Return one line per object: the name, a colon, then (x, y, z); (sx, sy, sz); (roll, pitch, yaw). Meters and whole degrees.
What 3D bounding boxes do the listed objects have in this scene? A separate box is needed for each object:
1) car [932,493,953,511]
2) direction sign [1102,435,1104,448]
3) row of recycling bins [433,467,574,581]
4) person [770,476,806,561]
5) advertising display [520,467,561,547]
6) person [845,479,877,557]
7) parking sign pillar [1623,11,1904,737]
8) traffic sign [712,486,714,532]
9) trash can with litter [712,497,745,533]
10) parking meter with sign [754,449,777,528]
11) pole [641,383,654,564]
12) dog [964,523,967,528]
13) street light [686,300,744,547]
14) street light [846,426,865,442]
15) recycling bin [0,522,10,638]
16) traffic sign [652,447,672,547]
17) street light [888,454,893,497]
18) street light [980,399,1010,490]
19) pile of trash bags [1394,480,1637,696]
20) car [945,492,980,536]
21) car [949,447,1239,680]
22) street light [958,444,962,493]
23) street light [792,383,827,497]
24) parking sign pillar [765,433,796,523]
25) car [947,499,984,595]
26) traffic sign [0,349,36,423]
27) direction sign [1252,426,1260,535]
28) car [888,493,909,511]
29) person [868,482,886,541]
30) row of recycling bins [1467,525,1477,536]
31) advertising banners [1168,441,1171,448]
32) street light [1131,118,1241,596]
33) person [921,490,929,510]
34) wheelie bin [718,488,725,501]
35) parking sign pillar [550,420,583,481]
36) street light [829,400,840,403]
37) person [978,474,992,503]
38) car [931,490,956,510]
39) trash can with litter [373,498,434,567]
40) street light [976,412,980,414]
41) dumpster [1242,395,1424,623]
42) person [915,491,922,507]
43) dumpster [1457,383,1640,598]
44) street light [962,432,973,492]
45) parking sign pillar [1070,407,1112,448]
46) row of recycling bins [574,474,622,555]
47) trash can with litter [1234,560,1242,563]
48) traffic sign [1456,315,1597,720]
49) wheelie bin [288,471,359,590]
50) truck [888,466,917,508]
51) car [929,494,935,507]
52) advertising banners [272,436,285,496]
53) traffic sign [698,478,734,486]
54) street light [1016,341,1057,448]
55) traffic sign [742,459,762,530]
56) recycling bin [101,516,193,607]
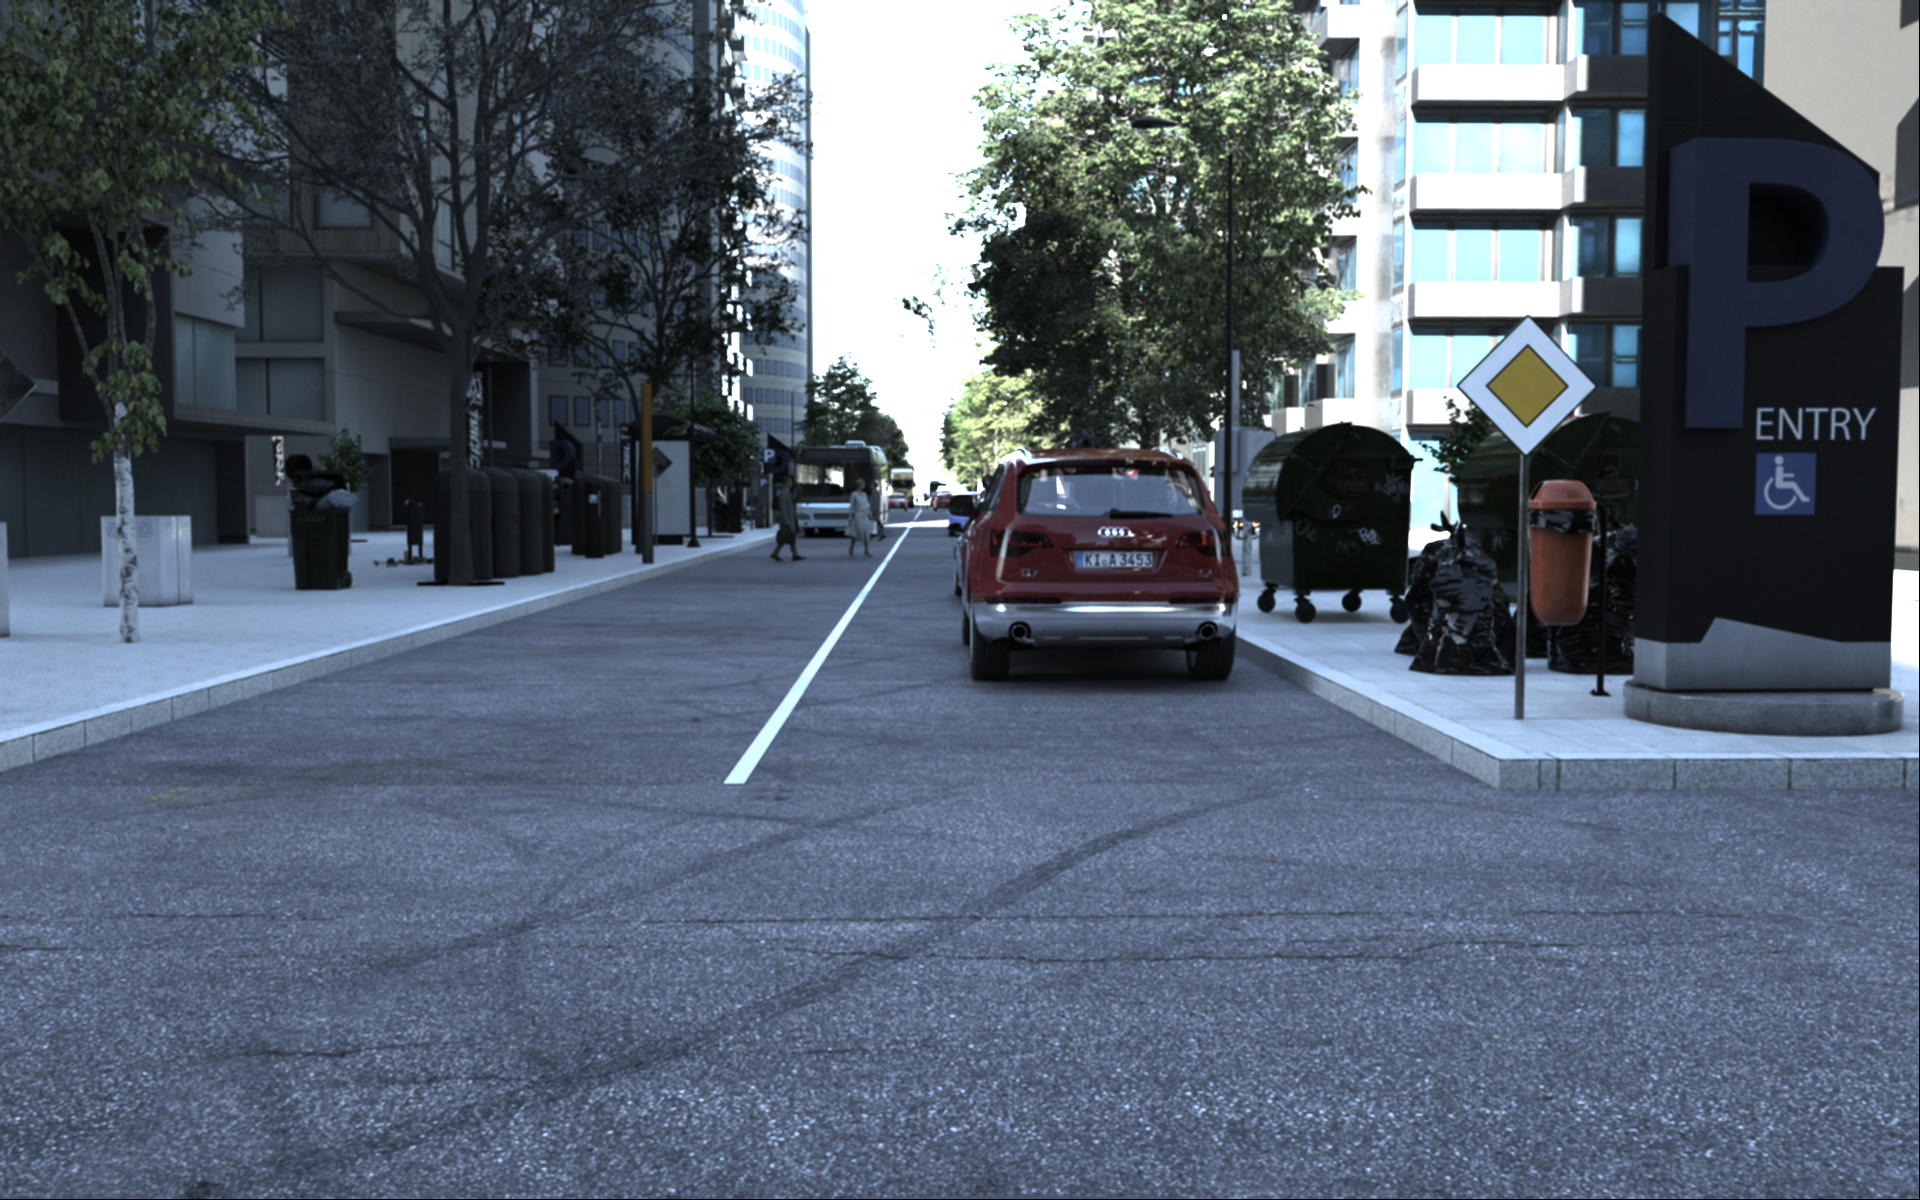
car: (-1.316, -8.362, 145.751); (2.155, 1.783, 4.494); (0, 4, -2)
direction sign: (4.084, -3.518, 49.523); (0.379, 3.537, 0.876); (0, 4, 4)
row of recycling bins: (-7.202, -1.222, 27.095); (1.069, 1.692, 3.534); (0, 4, 6)
person: (-3.685, -1.748, 37.184); (0.767, 1.812, 0.694); (0, 4, 0)
advertising display: (-10.219, -2.258, 42.127); (0.974, 1.923, 0.123); (-1, 4, -16)
person: (-2.281, -1.887, 39.703); (0.694, 1.780, 0.624); (-2, 4, -29)
parking sign pillar: (4.555, -1.302, 9.752); (1.447, 3.967, 1.447); (0, 4, -3)
traffic sign: (-8.348, -3.573, 58.523); (0.768, 2.556, 0.104); (0, 4, 1)
trash can with litter: (-7.753, -2.840, 57.821); (1.055, 1.170, 0.624); (-2, 4, -30)
parking meter with sign: (-7.387, -4.237, 65.533); (0.543, 3.016, 1.738); (0, 4, 6)
pole: (-5.774, -2.330, 31.939); (0.158, 3.312, 0.155); (0, 3, 0)
dog: (0.160, -1.321, 38.434); (0.513, 0.831, 0.800); (1, 4, 9)
street light: (-5.880, -4.223, 41.581); (1.470, 5.913, 1.316); (0, 4, -1)
street light: (-7.191, -8.906, 118.151); (1.470, 5.913, 1.316); (0, 4, -1)
recycling bin: (-8.954, -0.167, 15.292); (0.722, 1.027, 0.722); (1, 4, 11)
traffic sign: (-7.378, -2.499, 42.052); (0.795, 2.450, 0.064); (0, 4, 1)
street light: (-8.454, -13.991, 201.293); (1.470, 5.913, 1.316); (0, 4, -1)
street light: (1.836, -6.815, 83.960); (1.470, 5.913, 1.316); (0, 4, -1)
pile of trash bags: (4.164, -0.166, 12.468); (1.912, 1.369, 3.447); (1, 4, 12)
car: (0.450, -3.076, 59.885); (1.945, 1.707, 3.694); (0, 3, 0)
car: (1.053, -0.379, 14.878); (2.281, 1.827, 5.304); (0, 4, -1)
street light: (0.589, -11.535, 161.144); (1.470, 5.913, 1.316); (0, 4, -1)
street light: (-6.482, -6.131, 72.779); (1.470, 5.913, 1.316); (0, 4, -1)
parking sign pillar: (-7.885, -5.366, 76.212); (1.447, 3.967, 1.447); (1, 4, 17)
car: (0.855, -0.676, 23.059); (2.014, 1.417, 4.499); (0, 4, -3)
traffic sign: (-5.558, -0.370, 9.691); (0.795, 2.450, 0.064); (0, 4, -1)
direction sign: (9.094, -3.791, 53.972); (0.379, 3.537, 0.876); (-1, 4, -22)
car: (-5.423, -8.549, 148.809); (2.155, 1.783, 4.494); (0, 4, -2)
person: (-2.661, -2.744, 53.462); (0.767, 1.812, 0.694); (0, 4, -4)
row of recycling bins: (11.145, -1.649, 34.072); (1.069, 1.692, 3.534); (-1, 4, -16)
advertising banners: (5.642, -3.101, 46.888); (0.090, 3.025, 2.074); (0, 4, 6)
street light: (2.807, -2.998, 21.560); (1.470, 5.913, 1.316); (0, 4, -1)
person: (-3.120, -8.986, 155.293); (0.709, 1.838, 0.599); (0, 4, -3)
wheelie bin: (-11.602, -4.560, 82.468); (0.693, 1.594, 0.980); (0, 4, 7)
parking sign pillar: (-14.171, -4.518, 62.349); (1.447, 3.967, 1.447); (2, 4, 34)
street light: (-6.648, -6.943, 86.058); (1.470, 5.913, 1.316); (0, 4, -1)
person: (0.541, -1.581, 34.353); (0.555, 1.821, 0.388); (0, 4, 8)
car: (-1.431, -8.991, 155.671); (2.281, 1.827, 5.304); (0, 4, -1)
trash can with litter: (-10.203, -1.257, 31.609); (1.678, 1.210, 2.233); (0, 4, 4)
street light: (1.623, -7.688, 98.237); (1.470, 5.913, 1.316); (0, 4, -1)
dumpster: (3.832, -0.944, 17.932); (1.502, 2.255, 1.985); (0, 4, -1)
person: (-4.639, -10.815, 186.107); (1.217, 1.735, 0.721); (-2, 4, -29)
dumpster: (5.586, -0.819, 15.878); (1.502, 2.255, 1.985); (0, 4, -1)
street light: (1.120, -9.596, 129.437); (1.470, 5.913, 1.316); (0, 4, -1)
parking sign pillar: (4.046, -3.971, 53.393); (1.447, 3.967, 1.447); (0, 4, 0)
row of recycling bins: (-7.930, -1.885, 37.933); (1.069, 1.692, 3.534); (-1, 4, -8)
trash can with litter: (4.263, -1.317, 32.597); (2.233, 1.210, 1.678); (3, 5, 45)
traffic sign: (3.185, -0.377, 9.810); (0.795, 2.450, 0.064); (0, 4, -1)
wheelie bin: (-8.584, -0.942, 23.308); (0.980, 1.594, 0.693); (0, 4, -1)
truck: (-5.852, -11.517, 177.218); (2.839, 4.237, 11.283); (0, 4, -1)
car: (-2.585, -11.685, 200.087); (2.155, 1.783, 4.494); (0, 4, -3)
advertising banners: (-19.921, -3.410, 51.935); (2.074, 3.025, 0.090); (2, 4, 31)
traffic sign: (-8.390, -3.774, 55.579); (2.265, 3.308, 0.079); (0, 4, 6)
street light: (2.383, -4.906, 52.761); (1.470, 5.913, 1.316); (0, 4, -1)
traffic sign: (-7.452, -3.780, 61.902); (0.768, 2.556, 0.104); (1, 4, 8)
recycling bin: (-9.366, -0.454, 19.971); (0.722, 1.027, 0.722); (0, 4, 4)
